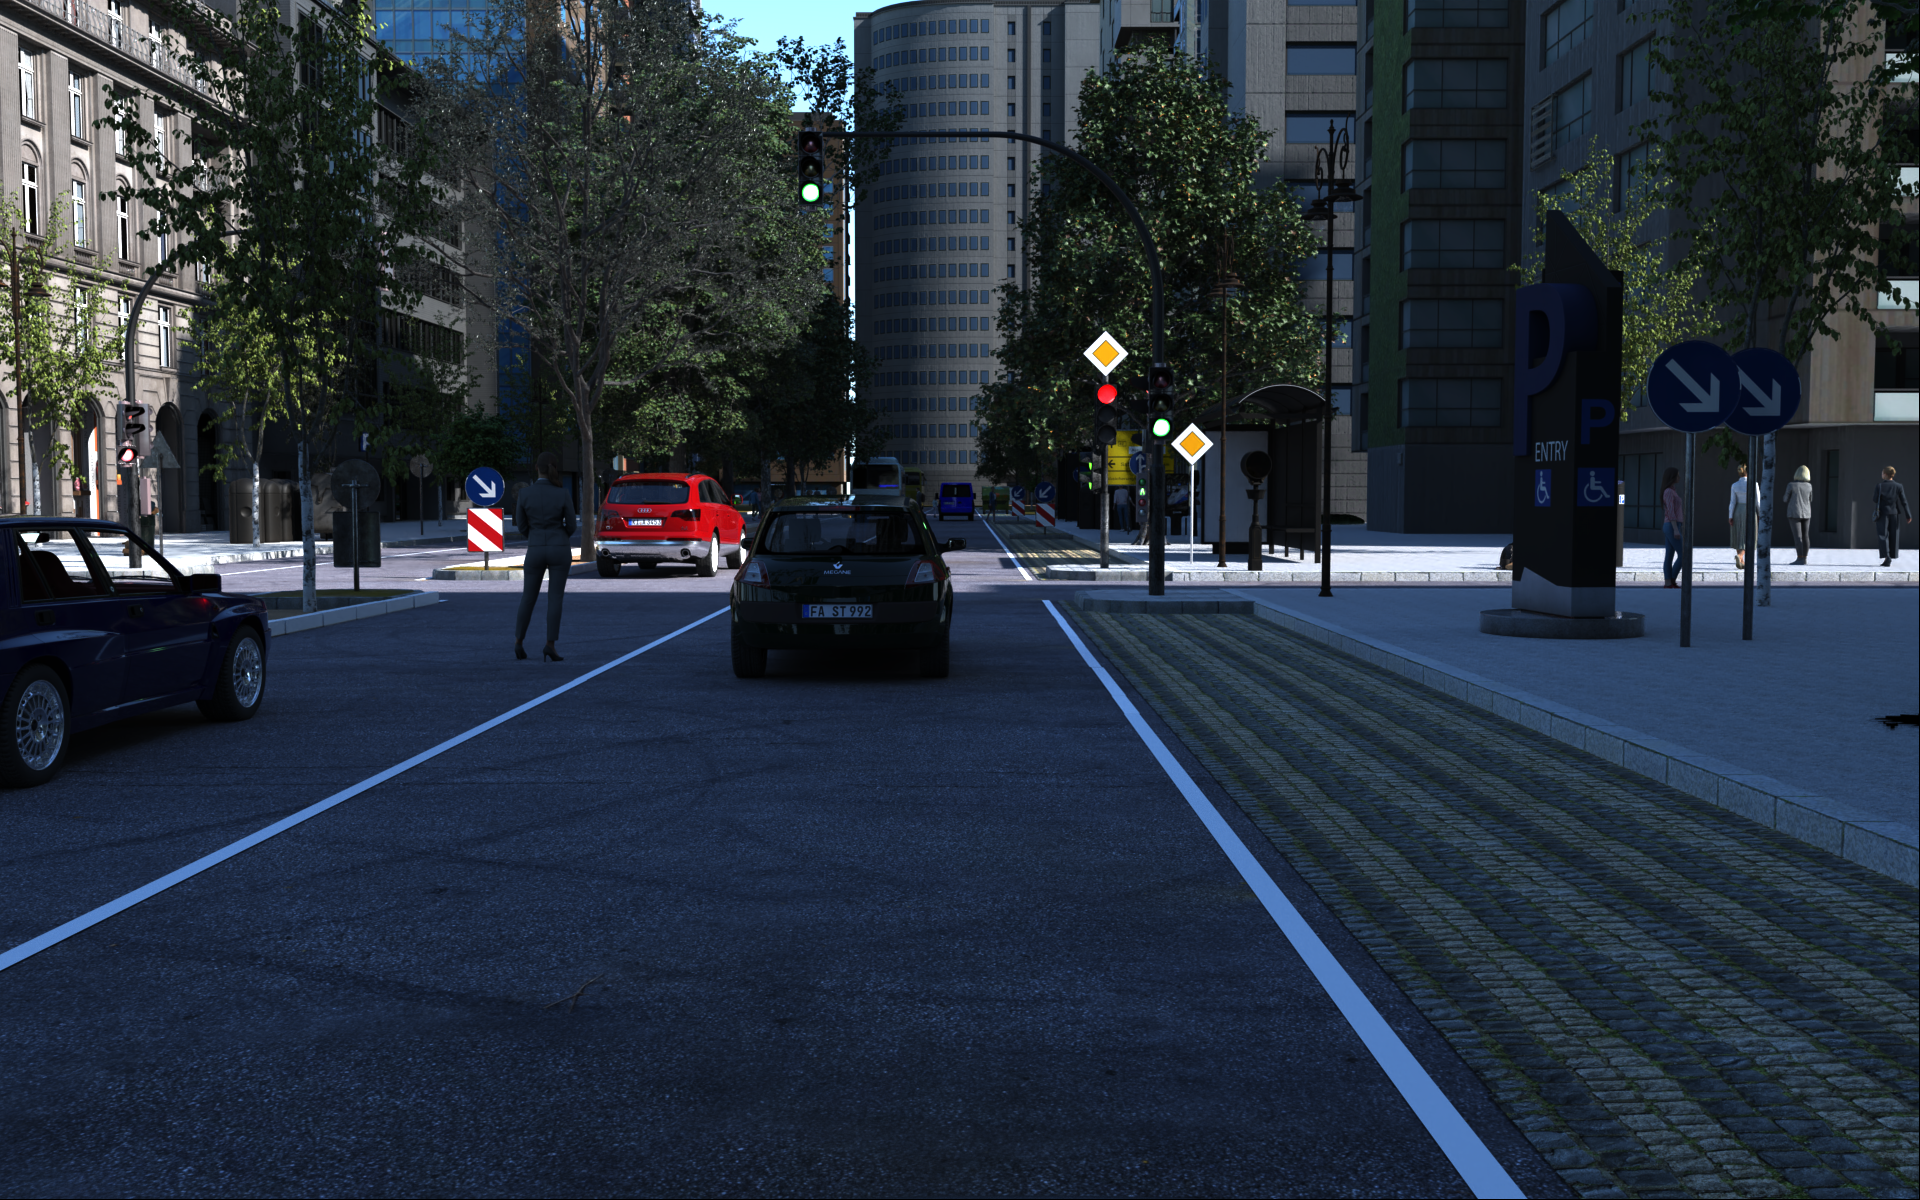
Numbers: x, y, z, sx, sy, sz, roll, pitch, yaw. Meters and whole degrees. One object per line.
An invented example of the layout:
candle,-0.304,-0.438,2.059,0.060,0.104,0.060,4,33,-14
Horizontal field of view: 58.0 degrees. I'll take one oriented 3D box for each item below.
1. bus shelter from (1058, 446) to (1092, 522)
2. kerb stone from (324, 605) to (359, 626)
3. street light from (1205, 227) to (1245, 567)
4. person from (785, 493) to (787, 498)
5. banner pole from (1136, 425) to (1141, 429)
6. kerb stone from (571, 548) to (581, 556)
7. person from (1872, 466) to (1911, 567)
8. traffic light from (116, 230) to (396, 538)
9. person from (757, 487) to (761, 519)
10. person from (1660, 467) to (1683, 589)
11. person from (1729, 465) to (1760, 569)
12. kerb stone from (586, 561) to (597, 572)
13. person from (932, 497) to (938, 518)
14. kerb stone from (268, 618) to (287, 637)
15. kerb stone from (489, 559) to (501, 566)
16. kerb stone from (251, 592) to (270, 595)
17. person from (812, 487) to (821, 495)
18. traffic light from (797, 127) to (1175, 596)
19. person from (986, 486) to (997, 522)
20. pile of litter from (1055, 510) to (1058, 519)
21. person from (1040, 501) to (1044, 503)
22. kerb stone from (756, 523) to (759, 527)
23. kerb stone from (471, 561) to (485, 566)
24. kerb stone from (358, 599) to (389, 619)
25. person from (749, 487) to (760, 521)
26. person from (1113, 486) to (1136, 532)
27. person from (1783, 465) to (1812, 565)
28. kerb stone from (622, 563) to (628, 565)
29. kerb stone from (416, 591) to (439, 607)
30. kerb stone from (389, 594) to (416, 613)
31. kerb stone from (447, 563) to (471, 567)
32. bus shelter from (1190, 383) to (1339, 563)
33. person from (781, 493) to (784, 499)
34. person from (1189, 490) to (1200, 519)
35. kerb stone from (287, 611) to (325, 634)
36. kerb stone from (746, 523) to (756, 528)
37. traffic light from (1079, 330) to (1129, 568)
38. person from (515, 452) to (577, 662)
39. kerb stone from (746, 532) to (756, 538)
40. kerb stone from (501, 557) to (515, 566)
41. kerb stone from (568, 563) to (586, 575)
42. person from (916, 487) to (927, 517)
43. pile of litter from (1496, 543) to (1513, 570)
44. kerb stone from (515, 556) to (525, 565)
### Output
bus shelter,5.361,-5.604,82.916,1.731,3.624,6.357,0,3,0
kerb stone,-6.941,0.181,19.237,0.120,0.150,1.000,0,3,0
street light,4.606,-3.515,30.260,0.468,5.910,1.993,0,3,0
person,-10.243,-5.837,103.915,0.794,1.824,0.713,0,4,3
banner pole,5.992,-3.983,55.142,0.863,3.779,0.401,1,4,16
kerb stone,-8.994,-1.102,40.295,0.120,0.150,1.000,0,3,0
person,16.515,-1.484,30.733,0.576,1.772,0.534,-1,4,-11
traffic light,-12.184,-3.380,29.932,4.771,5.953,1.251,0,3,0
person,-11.680,-5.638,100.697,0.388,1.821,0.555,3,5,43
person,10.377,-1.020,25.189,0.388,1.821,0.555,0,4,7
person,13.294,-1.414,29.391,0.641,1.798,0.478,-3,5,-42
kerb stone,-6.912,-0.605,32.103,0.120,0.150,1.000,0,3,0
person,-1.506,-5.674,105.546,0.425,1.301,0.394,2,4,27
kerb stone,-6.955,0.307,17.182,0.120,0.150,1.000,0,3,0
kerb stone,-9.015,-0.668,33.109,0.120,0.150,1.000,0,3,0
kerb stone,-9.042,0.000,22.301,0.120,0.150,1.000,0,3,0
person,-7.744,-5.215,93.858,0.679,1.850,0.850,1,4,20
traffic light,0.378,-2.880,21.763,4.771,5.953,1.251,0,3,0
person,1.615,-4.820,87.333,0.581,1.822,0.654,-3,5,-40
pile of litter,5.643,-4.715,91.052,1.719,0.858,1.176,0,4,1
person,7.301,-9.010,153.490,1.348,1.807,0.705,-2,4,-24
kerb stone,-8.937,-3.238,75.144,0.120,0.150,1.000,0,3,0
kerb stone,-9.018,-0.603,32.087,0.120,0.150,1.000,0,3,0
kerb stone,-6.940,0.120,20.259,0.120,0.150,1.000,0,3,0
person,-11.011,-5.127,92.676,0.601,1.785,0.444,3,5,43
person,5.607,-3.177,58.655,0.731,1.740,0.598,-1,4,-17
person,15.252,-1.551,31.592,0.537,1.800,0.526,0,4,0
kerb stone,-6.905,-0.857,36.206,0.120,0.150,1.000,0,3,0
kerb stone,-6.929,-0.008,22.325,0.120,0.150,1.000,0,3,0
kerb stone,-6.937,0.061,21.290,0.120,0.150,1.000,0,3,0
kerb stone,-9.015,-0.542,31.065,0.120,0.150,1.000,0,3,0
bus shelter,5.926,-2.478,34.445,2.014,3.302,5.546,0,4,0
person,-17.771,-10.188,172.550,0.705,1.831,1.348,-2,4,-24
person,11.599,-4.861,86.112,0.643,1.750,0.593,-3,4,-39
kerb stone,-6.946,0.247,18.204,0.120,0.150,1.000,0,3,0
kerb stone,-8.938,-3.176,74.121,0.120,0.150,1.000,0,3,0
traffic light,2.485,-2.505,29.885,0.839,4.253,0.868,0,3,0
person,-3.570,-0.375,14.899,0.520,1.790,0.573,-1,4,-18
kerb stone,-6.870,-2.106,56.701,0.120,0.150,1.000,0,3,0
kerb stone,-9.007,-0.730,34.135,0.120,0.150,1.000,0,3,0
kerb stone,-6.918,-0.543,31.070,0.120,0.150,1.000,0,3,0
person,-2.365,-5.653,100.888,0.822,1.834,0.622,0,4,0
pile of litter,9.932,-0.949,29.486,1.719,0.858,1.176,0,4,3
kerb stone,-9.012,-0.794,35.171,0.120,0.150,1.000,0,3,0
